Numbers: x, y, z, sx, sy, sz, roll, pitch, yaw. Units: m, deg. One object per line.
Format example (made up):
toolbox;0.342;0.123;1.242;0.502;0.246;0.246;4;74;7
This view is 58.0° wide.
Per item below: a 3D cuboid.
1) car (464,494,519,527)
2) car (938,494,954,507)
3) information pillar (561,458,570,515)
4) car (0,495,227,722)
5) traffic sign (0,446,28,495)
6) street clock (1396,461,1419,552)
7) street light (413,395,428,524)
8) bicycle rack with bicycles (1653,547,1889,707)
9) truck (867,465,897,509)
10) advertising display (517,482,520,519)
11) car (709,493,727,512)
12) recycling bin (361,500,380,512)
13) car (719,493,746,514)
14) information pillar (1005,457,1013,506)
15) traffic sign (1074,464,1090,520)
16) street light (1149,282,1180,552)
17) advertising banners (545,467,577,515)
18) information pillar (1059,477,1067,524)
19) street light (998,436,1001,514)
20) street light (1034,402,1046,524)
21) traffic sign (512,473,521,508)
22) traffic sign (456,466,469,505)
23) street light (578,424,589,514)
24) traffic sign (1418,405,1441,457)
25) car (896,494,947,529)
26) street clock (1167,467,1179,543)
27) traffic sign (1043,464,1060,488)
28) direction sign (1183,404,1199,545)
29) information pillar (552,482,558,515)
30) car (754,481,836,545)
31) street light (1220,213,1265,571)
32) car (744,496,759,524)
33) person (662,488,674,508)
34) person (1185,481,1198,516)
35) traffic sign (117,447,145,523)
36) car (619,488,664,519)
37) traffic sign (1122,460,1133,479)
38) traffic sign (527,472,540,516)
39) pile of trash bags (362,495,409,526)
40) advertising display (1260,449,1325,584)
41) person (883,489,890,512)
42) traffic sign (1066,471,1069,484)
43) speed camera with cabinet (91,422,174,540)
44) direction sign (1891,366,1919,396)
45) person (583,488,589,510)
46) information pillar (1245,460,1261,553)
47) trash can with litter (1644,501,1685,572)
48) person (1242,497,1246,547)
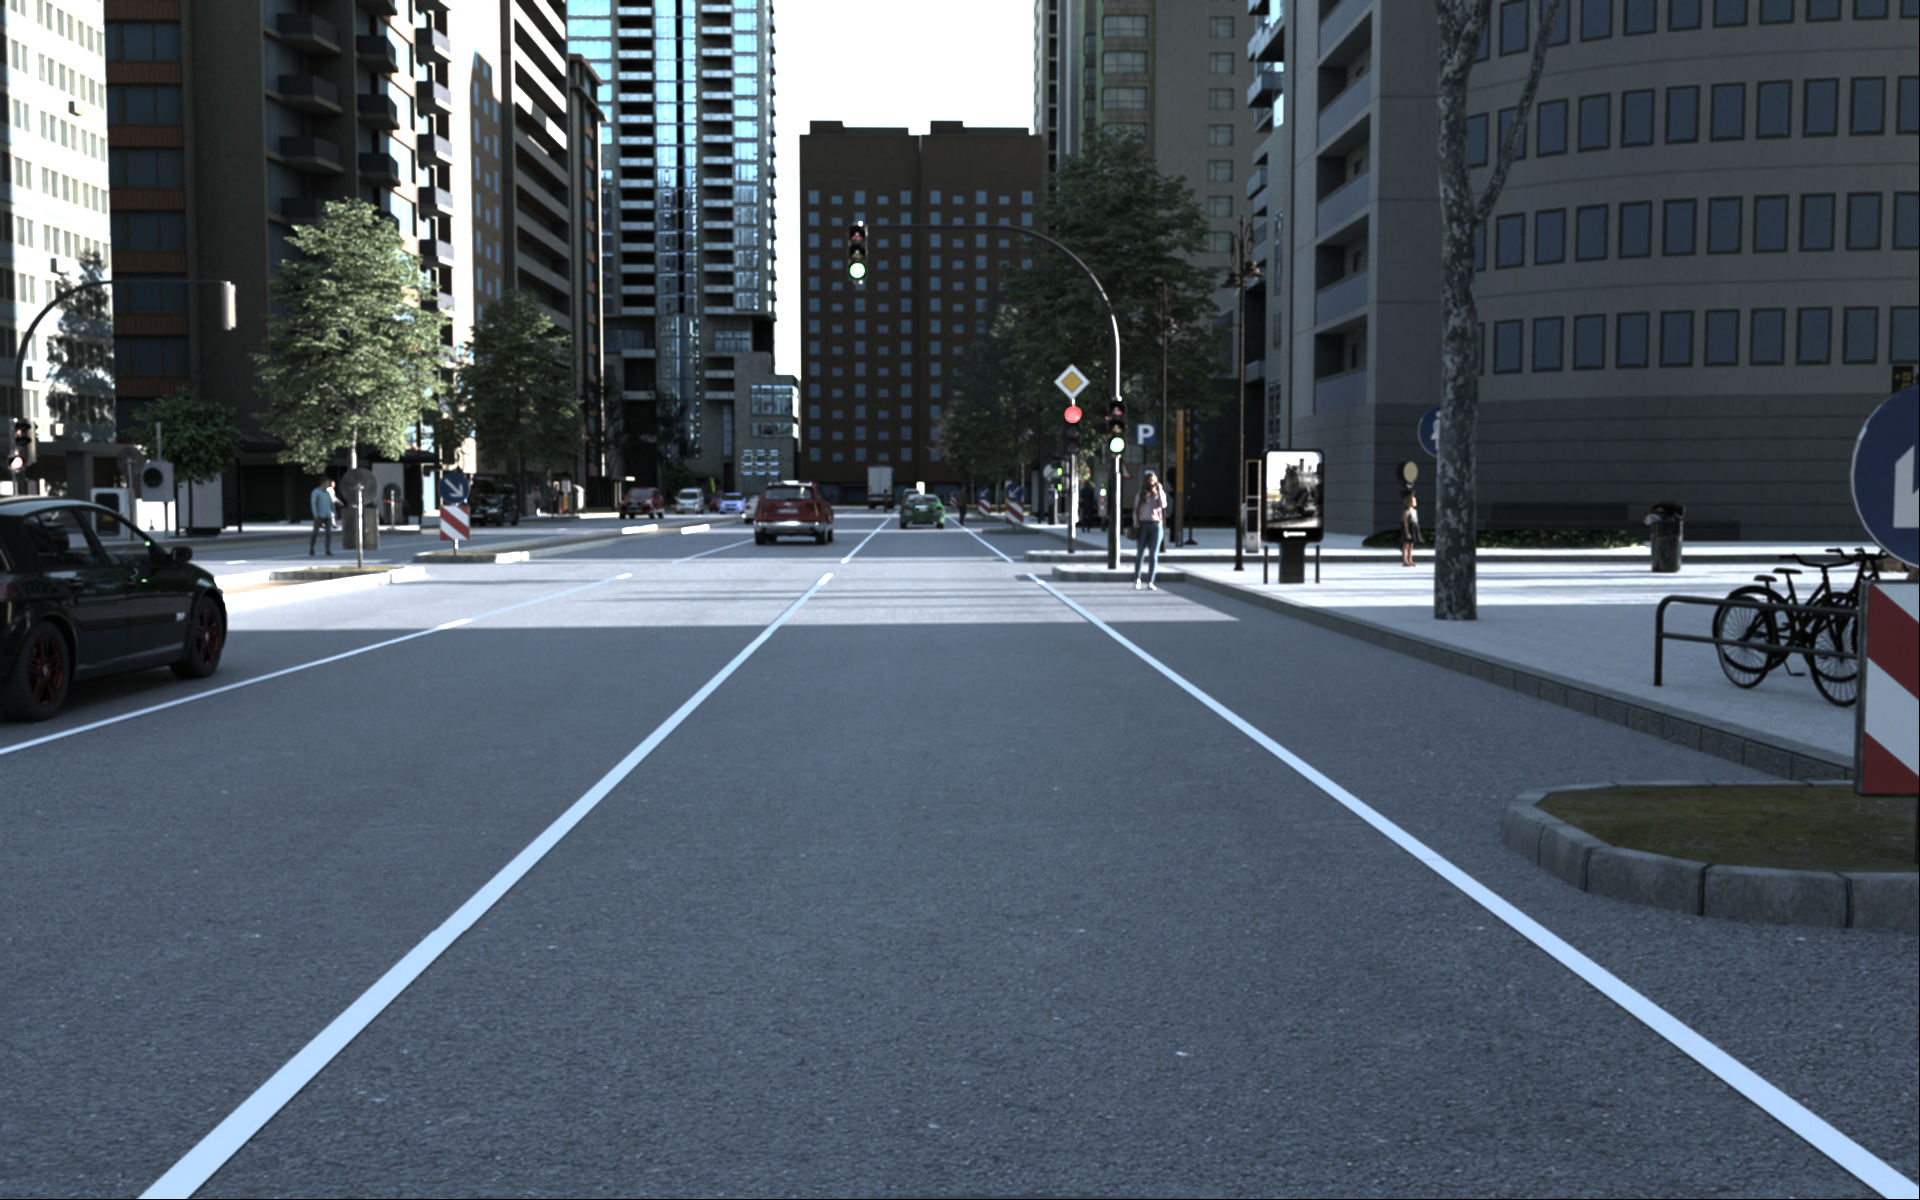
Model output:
car;-20.920;-4.117;77.094;2.009;1.686;4.222;0;4;0
car;-1.454;-10.507;181.572;2.009;1.686;4.222;0;4;0
information pillar;-24.299;-7.053;106.671;0.504;3.616;0.183;0;4;-5
car;-6.665;-0.151;12.258;2.009;1.686;4.222;0;4;-2
traffic sign;-24.621;-2.752;45.105;0.768;2.556;0.104;0;3;0
street clock;9.928;-2.073;38.458;0.471;2.002;0.358;-2;4;-30
street light;-22.952;-6.157;73.452;0.468;5.910;1.993;0;4;-1
bicycle rack with bicycles;5.857;0.134;11.193;2.852;0.926;2.925;-1;4;-17
truck;-7.741;-11.143;171.102;2.839;4.237;11.283;0;4;-1
advertising display;-23.132;-5.233;90.765;0.123;1.923;0.974;-1;4;-14
car;-19.056;-7.964;139.244;2.155;1.783;4.494;0;3;0
recycling bin;-25.000;-3.704;73.114;0.722;1.027;0.722;2;4;29
car;-16.274;-7.004;124.109;1.945;1.707;3.694;0;4;-3
information pillar;3.120;-7.266;110.155;0.504;3.616;0.183;1;4;17
traffic sign;5.105;-4.468;73.156;0.768;2.556;0.104;0;4;5
street light;4.462;-3.987;37.974;0.468;5.910;1.993;0;4;-1
advertising banners;-24.351;-6.689;105.552;2.074;3.025;0.090;1;4;15
information pillar;4.483;-4.329;75.266;0.304;2.012;0.304;0;4;7
street light;2.553;-8.482;111.464;0.468;5.910;1.993;0;4;-1
street light;3.450;-6.255;75.056;0.468;5.910;1.993;0;4;-1
traffic sign;-26.110;-6.248;102.261;0.768;2.556;0.104;0;4;6
traffic sign;-22.909;-4.847;79.257;0.884;2.594;0.081;0;4;6
street light;-23.842;-8.384;109.860;0.468;5.910;1.993;0;4;-1
traffic sign;6.889;-1.503;24.674;0.768;2.556;0.104;0;4;2
car;-1.590;-3.696;72.232;2.131;1.459;4.920;0;4;-3
street clock;5.675;-2.522;45.811;0.358;2.002;0.471;3;4;38
traffic sign;3.855;-4.427;72.492;0.768;2.556;0.104;0;4;8
direction sign;5.838;-3.167;43.774;0.379;3.537;0.876;2;4;30
information pillar;-25.045;-6.276;107.110;0.304;2.012;0.304;3;4;39
car;-4.801;-2.559;50.507;2.281;1.827;5.304;0;4;-1
street light;4.672;-3.428;28.835;0.468;5.910;1.993;0;4;-1
car;-9.425;-4.409;84.445;2.083;1.381;4.827;0;4;0
person;-26.202;-9.140;155.490;0.705;1.822;1.348;3;5;42
person;10.646;-4.549;79.773;0.648;1.900;0.474;1;4;11
traffic sign;-22.310;-2.843;46.597;0.768;2.556;0.104;0;4;3
car;-18.576;-5.659;101.199;2.281;1.827;5.304;0;4;-1
traffic sign;5.582;-3.684;60.239;0.884;2.594;0.081;0;4;2
traffic sign;-25.260;-6.257;102.303;0.884;2.594;0.081;0;4;7
pile of trash bags;-23.382;-3.713;70.456;1.912;1.369;3.447;-2;4;-24
advertising display;4.756;-1.197;24.785;0.974;1.923;0.123;-1;4;-20
person;-5.797;-7.780;135.710;0.705;1.824;1.348;-1;4;-21
traffic sign;4.668;-4.554;76.580;0.606;2.300;0.079;0;4;3
speed camera with cabinet;-22.819;-3.265;47.727;2.038;3.252;0.660;0;4;-2
direction sign;16.874;-2.360;30.585;0.876;3.537;0.379;0;4;6
person;-30.167;-8.130;139.066;1.348;1.812;0.705;3;5;43
information pillar;6.343;-2.019;37.510;0.304;2.012;0.304;1;4;12
trash can with litter;11.604;-1.053;28.605;0.624;1.170;1.055;1;4;18
person;6.913;-1.908;41.920;0.352;1.250;0.332;-2;4;-29
